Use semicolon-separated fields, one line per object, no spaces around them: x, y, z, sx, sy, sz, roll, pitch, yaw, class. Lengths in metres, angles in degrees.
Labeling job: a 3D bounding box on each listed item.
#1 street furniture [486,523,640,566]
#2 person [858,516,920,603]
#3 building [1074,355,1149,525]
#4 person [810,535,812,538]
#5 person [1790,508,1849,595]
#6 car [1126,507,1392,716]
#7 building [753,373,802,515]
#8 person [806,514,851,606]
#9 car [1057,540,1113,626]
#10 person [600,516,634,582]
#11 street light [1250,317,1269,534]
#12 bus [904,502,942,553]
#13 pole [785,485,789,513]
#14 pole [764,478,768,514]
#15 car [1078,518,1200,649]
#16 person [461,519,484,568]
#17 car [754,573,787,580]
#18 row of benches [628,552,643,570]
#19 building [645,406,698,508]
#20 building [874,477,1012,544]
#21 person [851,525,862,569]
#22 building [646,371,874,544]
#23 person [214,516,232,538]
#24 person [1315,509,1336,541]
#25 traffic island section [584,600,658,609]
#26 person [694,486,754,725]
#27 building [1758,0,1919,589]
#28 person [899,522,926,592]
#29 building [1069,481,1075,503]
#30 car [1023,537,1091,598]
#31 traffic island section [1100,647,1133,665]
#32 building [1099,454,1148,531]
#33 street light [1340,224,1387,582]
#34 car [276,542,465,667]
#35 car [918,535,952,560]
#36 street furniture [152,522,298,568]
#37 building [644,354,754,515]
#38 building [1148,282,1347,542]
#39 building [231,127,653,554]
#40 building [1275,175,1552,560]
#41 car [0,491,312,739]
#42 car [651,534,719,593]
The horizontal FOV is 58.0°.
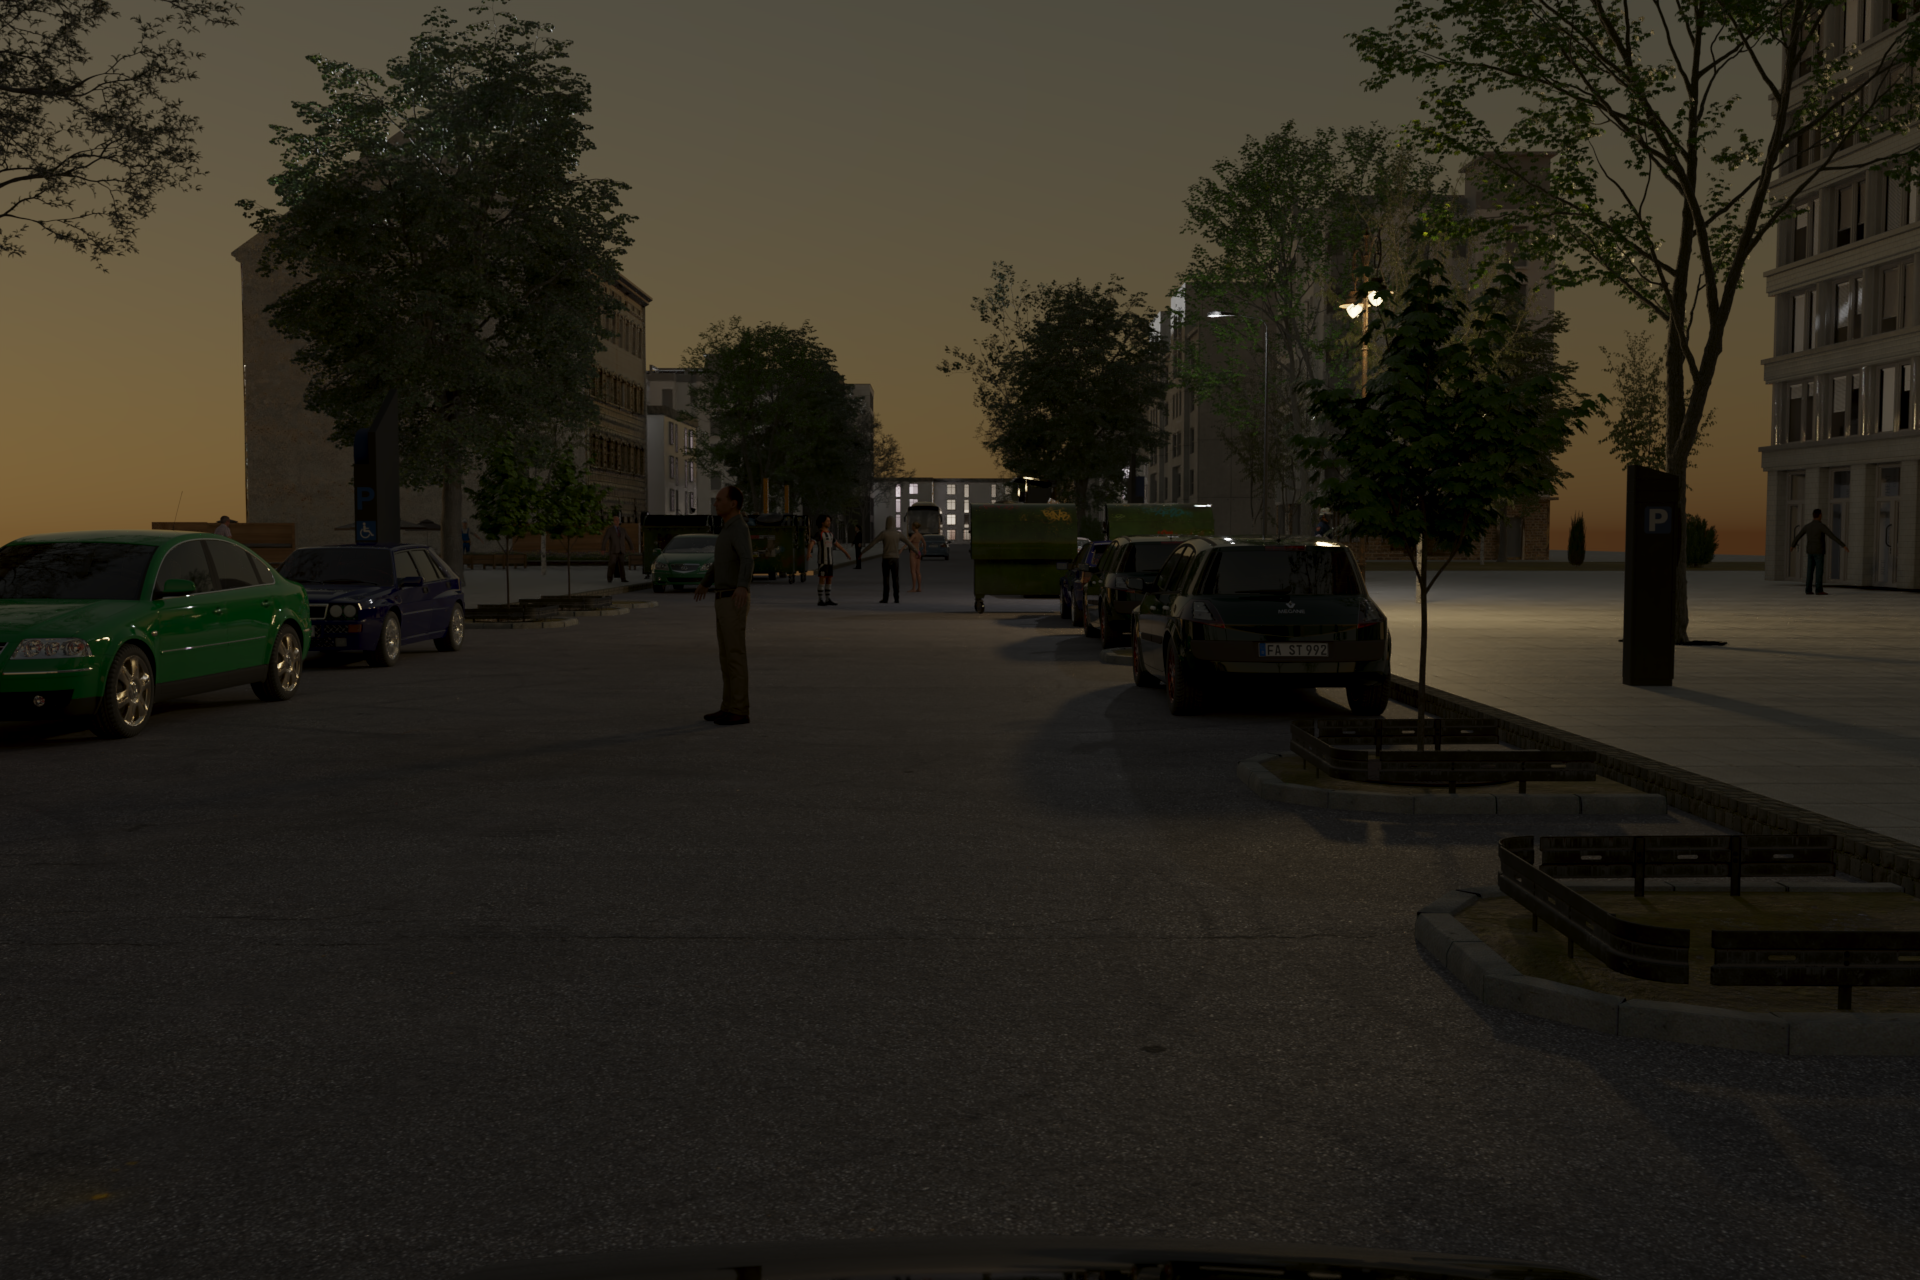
-17.381;-3.982;71.962;9.812;1.723;11.010;-1;4;-9;street furniture
-1.449;-1.672;35.929;1.348;1.813;0.705;-1;4;-19;person
23.572;-23.144;209.331;19.493;23.208;18.063;0;4;1;building
-7.162;-4.390;78.492;1.216;1.740;0.721;-1;4;-14;person
18.074;-1.863;36.529;0.705;1.821;1.348;-2;4;-28;person
2.501;-0.323;15.067;2.009;1.686;4.222;0;4;0;car
-24.435;-20.974;199.342;16.016;20.090;11.380;0;4;1;building
-2.672;-1.590;34.594;0.704;1.843;1.345;2;4;35;person
2.579;-0.955;28.202;1.945;1.354;3.894;0;4;-1;car
-9.065;-2.405;45.923;0.990;1.755;0.434;-2;4;-34;person
6.931;-3.891;36.162;1.470;5.913;1.316;0;4;0;street light
-2.748;-8.860;136.412;2.896;3.916;12.252;0;4;0;bus
-7.263;-4.822;72.680;0.158;3.312;0.155;0;3;0;pole
-7.098;-4.255;63.410;0.158;3.312;0.155;0;3;0;pole
2.595;-0.799;22.854;2.009;1.686;4.222;0;4;-1;car
-18.698;-3.644;65.443;1.347;1.847;0.705;-1;4;-20;person
-6.580;-2.854;55.453;1.959;1.807;4.718;0;4;1;car
-9.695;-2.816;61.508;4.104;0.672;1.422;0;4;8;row of benches
-23.743;-11.317;127.181;9.099;9.664;28.070;0;3;0;building
-3.986;-19.060;256.237;28.070;9.664;9.099;0;4;1;building
-4.192;-3.805;70.847;0.705;1.806;1.347;-1;4;-17;person
-26.084;-23.788;232.903;27.936;21.610;32.646;0;4;-1;building
-17.025;-2.032;40.205;0.756;1.711;0.436;3;5;44;person
7.828;-1.905;37.015;0.704;1.845;1.351;2;4;29;person
-7.030;-0.690;34.154;1.991;0.108;1.994;0;4;1;traffic island section
-1.761;-0.270;13.147;0.705;1.796;1.348;-1;4;-21;person
24.472;-11.556;35.620;8.464;21.280;15.925;0;4;0;building
-1.164;-2.047;42.723;0.721;1.733;1.217;2;4;31;person
24.329;-24.420;230.188;19.493;23.208;18.063;0;4;0;building
2.309;-1.702;40.182;2.083;1.381;4.827;0;4;-1;car
2.621;0.191;19.739;1.991;0.108;1.994;0;4;0;traffic island section
20.416;-14.951;186.602;9.099;9.664;28.070;0;4;0;building
6.114;-3.268;26.218;0.468;5.910;1.993;0;4;0;street light
-6.980;-0.446;19.876;1.945;1.354;3.894;0;4;0;car
-1.469;-5.110;95.550;2.014;1.417;4.499;0;4;0;car
-29.524;-3.716;67.614;11.010;1.723;9.812;-1;4;-17;street furniture
-28.270;-19.957;182.722;16.016;20.090;11.380;0;4;0;building
24.181;-16.134;130.243;16.747;18.905;31.486;0;4;0;building
-29.434;-16.600;102.346;19.493;23.208;18.063;0;4;0;building
23.213;-14.770;97.904;16.016;20.090;11.380;0;4;0;building
-6.662;-0.290;13.533;1.959;1.807;4.718;0;4;0;car
-6.587;-1.959;43.830;2.131;1.459;4.920;0;4;0;car
